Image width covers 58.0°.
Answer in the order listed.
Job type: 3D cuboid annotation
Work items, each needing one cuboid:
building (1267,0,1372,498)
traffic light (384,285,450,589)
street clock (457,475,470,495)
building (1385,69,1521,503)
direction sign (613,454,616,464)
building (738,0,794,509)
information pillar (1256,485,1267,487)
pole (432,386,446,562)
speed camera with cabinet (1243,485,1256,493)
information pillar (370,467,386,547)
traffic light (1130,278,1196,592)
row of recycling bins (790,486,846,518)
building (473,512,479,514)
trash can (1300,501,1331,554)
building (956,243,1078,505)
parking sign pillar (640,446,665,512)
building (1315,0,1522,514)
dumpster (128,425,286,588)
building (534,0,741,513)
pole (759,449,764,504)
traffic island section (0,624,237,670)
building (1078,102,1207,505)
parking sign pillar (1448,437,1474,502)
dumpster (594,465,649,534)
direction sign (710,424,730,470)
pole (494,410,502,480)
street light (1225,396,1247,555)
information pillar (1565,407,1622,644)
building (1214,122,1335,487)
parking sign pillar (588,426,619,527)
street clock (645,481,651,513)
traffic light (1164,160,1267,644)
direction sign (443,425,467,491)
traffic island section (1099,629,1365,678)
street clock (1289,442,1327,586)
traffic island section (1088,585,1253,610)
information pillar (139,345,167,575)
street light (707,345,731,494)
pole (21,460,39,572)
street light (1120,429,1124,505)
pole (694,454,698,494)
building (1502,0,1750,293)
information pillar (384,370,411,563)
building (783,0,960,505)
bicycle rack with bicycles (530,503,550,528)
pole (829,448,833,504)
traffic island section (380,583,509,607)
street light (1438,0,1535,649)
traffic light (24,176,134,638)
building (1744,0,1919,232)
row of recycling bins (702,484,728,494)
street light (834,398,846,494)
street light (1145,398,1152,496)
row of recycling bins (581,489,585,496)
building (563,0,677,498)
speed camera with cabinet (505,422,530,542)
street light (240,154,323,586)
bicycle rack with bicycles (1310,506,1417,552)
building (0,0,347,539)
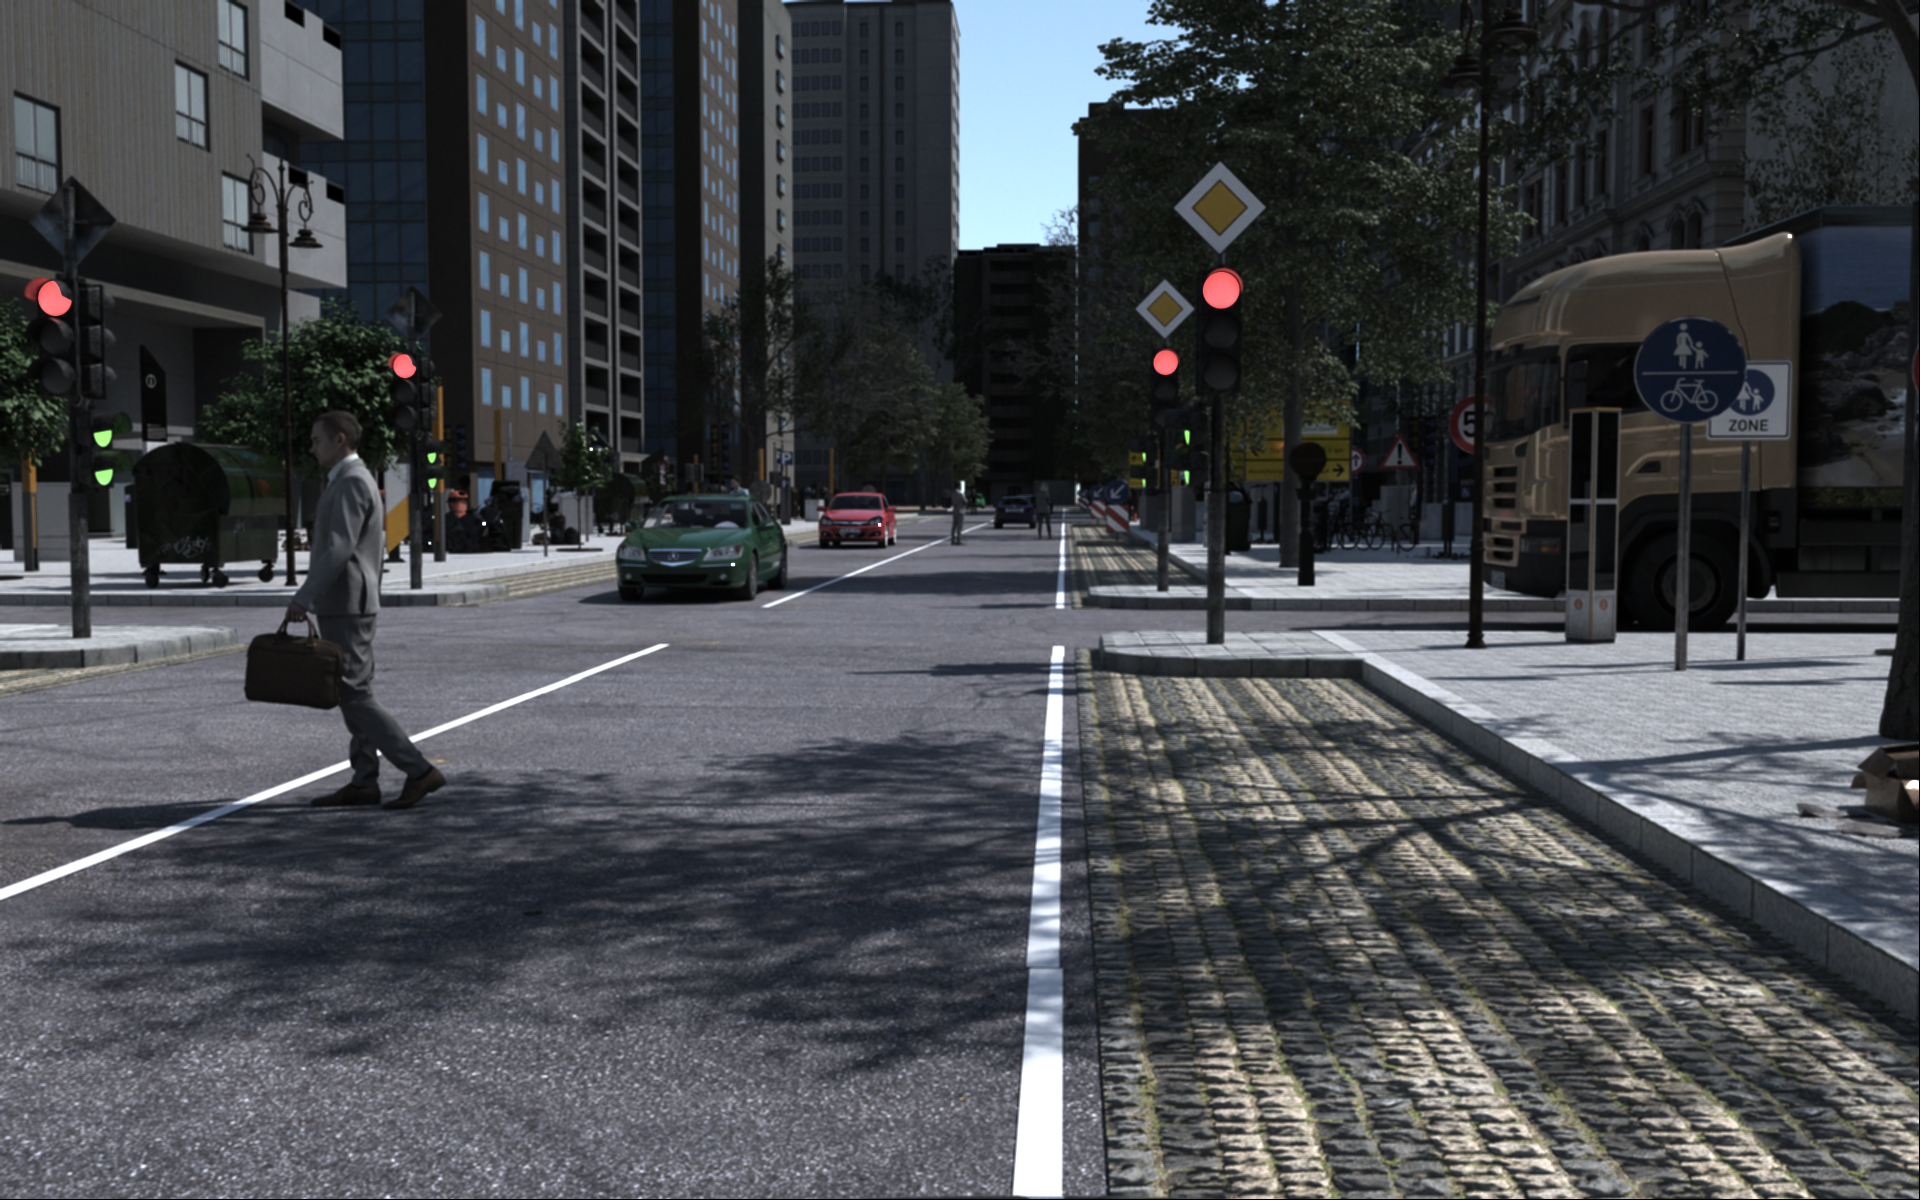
[{"bbox_3d":[38.029,-50.651,140.822,22.319,86.520,31.000,0,4,3],"label":"building"},{"bbox_3d":[-7.338,-2.103,23.307,0.839,4.253,0.868,0,4,3],"label":"traffic light"},{"bbox_3d":[-19.216,-3.823,67.081,0.358,2.002,0.471,3,5,45],"label":"street clock"},{"bbox_3d":[29.554,-14.845,84.513,13.314,21.916,24.055,0,4,3],"label":"building"},{"bbox_3d":[-19.682,-6.497,98.217,0.379,3.537,0.876,1,4,14],"label":"direction sign"},{"bbox_3d":[-26.625,-32.229,150.648,21.600,48.544,21.300,0,4,3],"label":"building"},{"bbox_3d":[11.827,-3.882,67.958,0.304,2.012,0.304,-1,4,-22],"label":"information pillar"},{"bbox_3d":[-9.867,-2.380,32.761,0.158,3.312,0.155,0,3,0],"label":"pole"},{"bbox_3d":[12.498,-4.952,75.305,0.660,3.252,2.038,1,4,23],"label":"speed camera with cabinet"},{"bbox_3d":[-14.000,-2.267,41.549,0.304,2.012,0.304,2,4,23],"label":"information pillar"},{"bbox_3d":[2.656,-2.067,22.721,0.839,4.253,0.868,0,4,3],"label":"traffic light"},{"bbox_3d":[-7.945,-5.332,94.287,3.534,1.692,1.069,-1,4,-19],"label":"row of recycling bins"},{"bbox_3d":[-27.212,-26.312,80.315,14.600,45.320,14.200,0,4,3],"label":"building"},{"bbox_3d":[7.642,-1.577,37.445,0.748,1.137,0.748,0,3,0],"label":"trash can"},{"bbox_3d":[6.679,-26.362,202.712,14.107,30.474,14.160,0,4,3],"label":"building"},{"bbox_3d":[-17.282,-6.653,97.241,1.447,3.967,1.447,-1,4,-22],"label":"parking sign pillar"},{"bbox_3d":[40.475,-25.814,113.939,32.217,40.220,23.993,0,4,3],"label":"building"},{"bbox_3d":[-10.529,-1.335,24.323,1.502,2.255,1.985,0,4,3],"label":"dumpster"},{"bbox_3d":[-24.403,-29.193,127.410,14.600,45.320,14.200,0,4,3],"label":"building"},{"bbox_3d":[-8.930,-5.132,77.757,0.158,3.312,0.155,0,3,0],"label":"pole"},{"bbox_3d":[-7.860,0.416,15.473,2.009,0.180,2.903,0,4,3],"label":"traffic island section"},{"bbox_3d":[20.797,-33.708,201.233,14.200,45.320,14.600,0,4,3],"label":"building"},{"bbox_3d":[17.227,-4.291,58.634,1.447,3.967,1.447,3,5,45],"label":"parking sign pillar"},{"bbox_3d":[-11.200,-3.335,57.026,1.502,2.255,1.985,0,4,3],"label":"dumpster"},{"bbox_3d":[-7.807,-3.937,56.371,0.876,3.537,0.379,3,5,40],"label":"direction sign"},{"bbox_3d":[-11.167,-2.938,41.881,0.158,3.312,0.155,0,3,0],"label":"pole"},{"bbox_3d":[5.648,-3.895,36.471,0.468,5.910,1.993,0,4,3],"label":"street light"},{"bbox_3d":[5.446,-0.637,14.908,0.304,2.012,0.304,-2,4,-25],"label":"information pillar"},{"bbox_3d":[42.524,-33.589,203.797,28.867,44.769,22.147,0,4,3],"label":"building"},{"bbox_3d":[-14.282,-4.900,68.583,1.447,3.967,1.447,3,5,43],"label":"parking sign pillar"},{"bbox_3d":[-16.950,-5.475,94.079,0.358,2.002,0.471,2,4,34],"label":"street clock"},{"bbox_3d":[2.174,-1.580,14.750,0.839,4.253,0.868,0,4,3],"label":"traffic light"},{"bbox_3d":[-16.558,-3.962,56.776,0.876,3.537,0.379,1,4,17],"label":"direction sign"},{"bbox_3d":[2.213,0.454,14.862,2.009,0.180,2.903,0,4,3],"label":"traffic island section"},{"bbox_3d":[4.846,-1.200,24.184,0.471,2.002,0.358,0,4,-5],"label":"street clock"},{"bbox_3d":[2.695,-0.034,22.832,2.009,0.180,2.903,0,4,3],"label":"traffic island section"},{"bbox_3d":[-12.756,-2.207,27.437,0.183,3.616,0.504,1,4,15],"label":"information pillar"},{"bbox_3d":[-7.492,-4.962,53.919,0.468,5.910,1.993,0,4,3],"label":"street light"},{"bbox_3d":[-15.397,-2.128,28.635,0.158,3.312,0.155,0,3,0],"label":"pole"},{"bbox_3d":[9.075,-7.568,96.531,0.468,5.910,1.993,0,4,3],"label":"street light"},{"bbox_3d":[-13.536,-5.814,88.899,0.158,3.312,0.155,0,3,0],"label":"pole"},{"bbox_3d":[28.523,-16.687,60.226,14.401,28.519,23.554,0,4,3],"label":"building"},{"bbox_3d":[-10.538,-2.510,32.399,0.504,3.616,0.183,-3,4,-38],"label":"information pillar"},{"bbox_3d":[-14.244,-40.636,206.398,28.212,58.520,21.231,0,4,3],"label":"building"},{"bbox_3d":[-16.266,-3.202,65.737,2.852,0.926,2.925,-3,5,-43],"label":"bicycle rack with bicycles"},{"bbox_3d":[-5.669,-5.041,76.258,0.158,3.312,0.155,0,3,0],"label":"pole"},{"bbox_3d":[-7.378,-0.071,23.444,2.009,0.180,2.903,0,4,3],"label":"traffic island section"},{"bbox_3d":[4.297,-2.536,14.258,0.468,5.910,1.993,0,4,3],"label":"street light"},{"bbox_3d":[-7.820,-1.616,15.336,0.839,4.253,0.868,0,4,3],"label":"traffic light"},{"bbox_3d":[28.642,-11.306,39.604,16.860,20.320,10.420,0,4,3],"label":"building"},{"bbox_3d":[-10.176,-3.979,72.174,1.069,1.692,3.534,-1,4,-12],"label":"row of recycling bins"},{"bbox_3d":[-5.785,-6.772,83.505,0.468,5.910,1.993,0,4,3],"label":"street light"},{"bbox_3d":[7.397,-5.759,66.943,0.468,5.910,1.993,0,4,3],"label":"street light"},{"bbox_3d":[-16.222,-4.447,79.828,1.069,1.692,3.534,1,4,22],"label":"row of recycling bins"},{"bbox_3d":[-29.316,-41.056,109.511,20.563,71.187,20.611,0,4,3],"label":"building"},{"bbox_3d":[-11.962,-3.211,46.831,0.660,3.252,2.038,-1,4,-15],"label":"speed camera with cabinet"},{"bbox_3d":[-9.349,-3.134,24.034,0.468,5.910,1.993,0,4,3],"label":"street light"},{"bbox_3d":[8.591,-1.596,39.473,2.852,0.926,2.925,-2,4,-25],"label":"bicycle rack with bicycles"},{"bbox_3d":[-35.956,-28.242,50.995,28.713,52.752,27.495,0,4,3],"label":"building"}]
